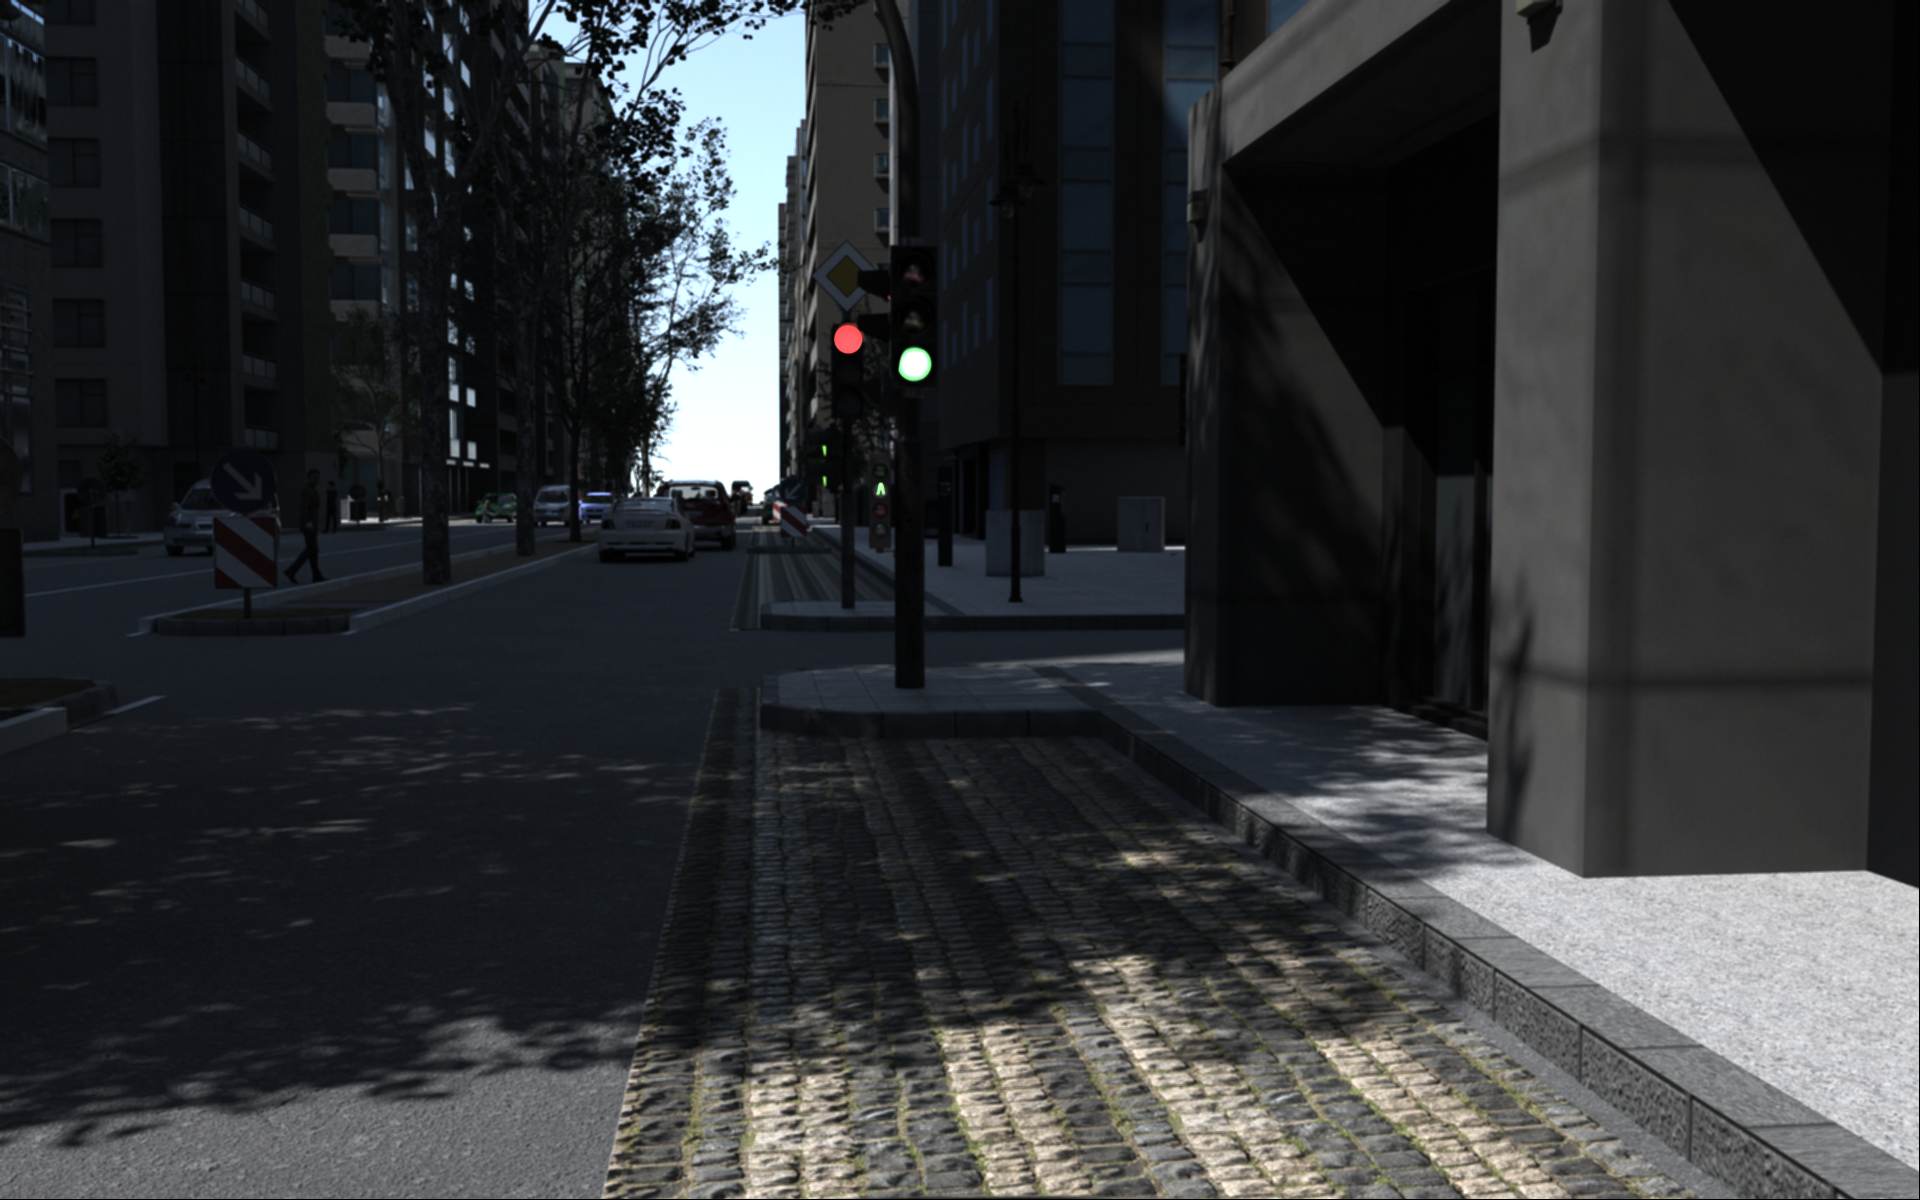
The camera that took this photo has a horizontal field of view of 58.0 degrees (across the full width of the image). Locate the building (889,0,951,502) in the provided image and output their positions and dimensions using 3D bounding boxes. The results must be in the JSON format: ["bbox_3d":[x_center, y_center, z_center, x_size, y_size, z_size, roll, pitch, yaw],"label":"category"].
[{"bbox_3d":[7.280,-32.794,78.186,21.231,58.520,28.212,0,4,-7],"label":"building"}]

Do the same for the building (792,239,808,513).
[{"bbox_3d":[1.504,-17.642,133.485,27.650,21.520,28.899,0,4,-7],"label":"building"}]

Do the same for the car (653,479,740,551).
[{"bbox_3d":[-6.915,-2.238,45.263,2.281,1.827,5.304,0,4,-6],"label":"car"}]

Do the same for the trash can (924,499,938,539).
[{"bbox_3d":[-0.809,-2.334,49.808,0.748,1.137,0.748,0,3,0],"label":"trash can"}]

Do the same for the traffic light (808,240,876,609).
[{"bbox_3d":[-1.275,-1.860,19.335,0.839,4.253,0.868,0,4,-7],"label":"traffic light"}]

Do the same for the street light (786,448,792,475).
[{"bbox_3d":[-17.556,-12.650,179.615,0.468,5.910,1.993,0,4,-7],"label":"street light"}]

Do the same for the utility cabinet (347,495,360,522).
[{"bbox_3d":[-27.772,-4.171,79.361,0.306,1.237,1.020,0,4,-6],"label":"utility cabinet"}]

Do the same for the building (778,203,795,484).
[{"bbox_3d":[-18.659,-34.378,245.679,14.154,41.232,14.086,0,4,-7],"label":"building"}]

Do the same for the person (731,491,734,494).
[{"bbox_3d":[-19.302,-8.435,147.334,0.530,1.710,0.541,2,4,31],"label":"person"}]

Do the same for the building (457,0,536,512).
[{"bbox_3d":[-44.691,-31.046,131.296,21.300,48.544,21.600,0,4,-7],"label":"building"}]

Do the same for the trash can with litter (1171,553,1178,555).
[{"bbox_3d":[5.462,-1.515,35.835,2.233,1.210,1.678,3,4,36],"label":"trash can with litter"}]

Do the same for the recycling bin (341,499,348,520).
[{"bbox_3d":[-31.159,-4.556,87.044,0.722,1.027,0.722,-3,4,-38],"label":"recycling bin"}]

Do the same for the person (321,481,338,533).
[{"bbox_3d":[-22.938,-3.375,63.048,0.648,1.900,0.474,3,4,37],"label":"person"}]

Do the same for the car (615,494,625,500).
[{"bbox_3d":[-30.987,-8.926,156.159,2.015,1.641,3.980,0,4,-5],"label":"car"}]

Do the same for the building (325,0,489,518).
[{"bbox_3d":[-42.363,-29.681,104.893,23.786,49.044,30.456,0,4,-7],"label":"building"}]

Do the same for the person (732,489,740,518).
[{"bbox_3d":[-13.540,-5.785,104.001,0.530,1.710,0.541,-1,4,-22],"label":"person"}]

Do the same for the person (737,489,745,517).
[{"bbox_3d":[-13.395,-5.913,105.973,0.742,1.727,0.445,2,4,28],"label":"person"}]

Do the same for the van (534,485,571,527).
[{"bbox_3d":[-17.767,-4.220,76.006,2.013,2.044,4.112,0,4,-5],"label":"van"}]

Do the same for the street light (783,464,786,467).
[{"bbox_3d":[-21.817,-14.868,215.872,0.468,5.910,1.993,0,4,-7],"label":"street light"}]

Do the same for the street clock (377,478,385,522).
[{"bbox_3d":[-26.175,-4.509,78.290,0.358,2.002,0.471,0,4,-6],"label":"street clock"}]

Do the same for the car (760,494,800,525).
[{"bbox_3d":[-8.478,-4.476,81.979,1.959,1.807,4.718,-1,4,-8],"label":"car"}]

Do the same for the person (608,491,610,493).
[{"bbox_3d":[-34.006,-9.708,167.892,0.621,1.740,0.551,0,4,-4],"label":"person"}]

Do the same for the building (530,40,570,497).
[{"bbox_3d":[-42.087,-28.579,150.860,14.154,41.232,14.086,0,4,-7],"label":"building"}]

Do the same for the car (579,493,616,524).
[{"bbox_3d":[-17.583,-4.574,84.382,1.945,1.707,3.694,0,4,-5],"label":"car"}]

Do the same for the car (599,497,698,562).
[{"bbox_3d":[-6.820,-1.565,37.952,2.083,1.381,4.827,0,4,-6],"label":"car"}]

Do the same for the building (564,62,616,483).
[{"bbox_3d":[-57.699,-38.293,215.324,28.713,52.752,27.495,0,4,-7],"label":"building"}]

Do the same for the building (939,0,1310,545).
[{"bbox_3d":[6.988,-24.410,49.211,14.600,45.320,14.200,0,4,-7],"label":"building"}]

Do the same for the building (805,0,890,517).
[{"bbox_3d":[1.420,-29.572,107.202,21.300,48.544,21.600,0,4,-7],"label":"building"}]

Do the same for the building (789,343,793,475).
[{"bbox_3d":[-5.023,-21.384,194.665,27.650,21.520,28.899,0,4,-7],"label":"building"}]

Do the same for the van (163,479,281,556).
[{"bbox_3d":[-17.685,-2.115,41.584,2.013,2.044,4.112,0,4,-5],"label":"van"}]

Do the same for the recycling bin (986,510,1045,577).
[{"bbox_3d":[0.868,-0.894,27.178,0.722,1.027,0.722,2,4,28],"label":"recycling bin"}]

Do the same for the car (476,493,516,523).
[{"bbox_3d":[-23.169,-4.788,87.087,1.959,1.807,4.718,0,4,-6],"label":"car"}]

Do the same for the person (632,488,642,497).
[{"bbox_3d":[-21.350,-6.492,114.651,1.348,1.823,0.705,-3,5,-41],"label":"person"}]

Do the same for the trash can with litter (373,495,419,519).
[{"bbox_3d":[-28.879,-4.741,88.571,2.233,1.210,1.678,1,4,14],"label":"trash can with litter"}]

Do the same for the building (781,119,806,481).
[{"bbox_3d":[-11.207,-36.961,223.920,23.786,49.044,30.456,0,4,-7],"label":"building"}]

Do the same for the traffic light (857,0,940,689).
[{"bbox_3d":[-2.430,-2.224,11.023,4.771,5.953,1.251,0,4,-7],"label":"traffic light"}]

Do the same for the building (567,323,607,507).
[{"bbox_3d":[-53.677,-20.961,187.746,27.650,21.520,28.899,0,4,-7],"label":"building"}]

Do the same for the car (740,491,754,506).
[{"bbox_3d":[-25.420,-11.929,203.711,2.281,1.827,5.304,0,4,-6],"label":"car"}]

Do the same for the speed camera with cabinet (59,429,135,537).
[{"bbox_3d":[-26.171,-3.558,52.506,2.038,3.252,0.660,-2,4,-27],"label":"speed camera with cabinet"}]

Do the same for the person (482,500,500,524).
[{"bbox_3d":[-22.649,-4.259,83.630,0.738,1.151,1.012,2,4,24],"label":"person"}]

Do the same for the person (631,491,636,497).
[{"bbox_3d":[-34.070,-10.512,181.086,0.721,1.735,1.217,3,4,39],"label":"person"}]

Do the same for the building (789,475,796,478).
[{"bbox_3d":[0.401,-28.592,159.358,32.217,40.220,23.993,0,4,-7],"label":"building"}]

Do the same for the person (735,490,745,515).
[{"bbox_3d":[-15.125,-6.720,119.170,0.742,1.727,0.445,0,4,-2],"label":"person"}]

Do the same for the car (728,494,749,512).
[{"bbox_3d":[-17.889,-7.733,138.230,2.131,1.459,4.920,0,4,-8],"label":"car"}]

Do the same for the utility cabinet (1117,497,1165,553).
[{"bbox_3d":[3.982,-1.650,38.139,1.020,1.237,0.306,2,4,26],"label":"utility cabinet"}]

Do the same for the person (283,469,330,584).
[{"bbox_3d":[-10.490,-1.191,27.876,0.656,1.842,0.836,3,5,40],"label":"person"}]

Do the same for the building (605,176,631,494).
[{"bbox_3d":[-52.795,-35.899,237.059,14.600,45.320,14.200,0,4,-7],"label":"building"}]

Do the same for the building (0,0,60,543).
[{"bbox_3d":[-32.067,-43.784,28.544,22.319,86.520,31.000,0,4,-7],"label":"building"}]

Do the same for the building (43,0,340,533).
[{"bbox_3d":[-31.089,-23.066,60.726,14.154,41.232,14.086,0,4,-7],"label":"building"}]
